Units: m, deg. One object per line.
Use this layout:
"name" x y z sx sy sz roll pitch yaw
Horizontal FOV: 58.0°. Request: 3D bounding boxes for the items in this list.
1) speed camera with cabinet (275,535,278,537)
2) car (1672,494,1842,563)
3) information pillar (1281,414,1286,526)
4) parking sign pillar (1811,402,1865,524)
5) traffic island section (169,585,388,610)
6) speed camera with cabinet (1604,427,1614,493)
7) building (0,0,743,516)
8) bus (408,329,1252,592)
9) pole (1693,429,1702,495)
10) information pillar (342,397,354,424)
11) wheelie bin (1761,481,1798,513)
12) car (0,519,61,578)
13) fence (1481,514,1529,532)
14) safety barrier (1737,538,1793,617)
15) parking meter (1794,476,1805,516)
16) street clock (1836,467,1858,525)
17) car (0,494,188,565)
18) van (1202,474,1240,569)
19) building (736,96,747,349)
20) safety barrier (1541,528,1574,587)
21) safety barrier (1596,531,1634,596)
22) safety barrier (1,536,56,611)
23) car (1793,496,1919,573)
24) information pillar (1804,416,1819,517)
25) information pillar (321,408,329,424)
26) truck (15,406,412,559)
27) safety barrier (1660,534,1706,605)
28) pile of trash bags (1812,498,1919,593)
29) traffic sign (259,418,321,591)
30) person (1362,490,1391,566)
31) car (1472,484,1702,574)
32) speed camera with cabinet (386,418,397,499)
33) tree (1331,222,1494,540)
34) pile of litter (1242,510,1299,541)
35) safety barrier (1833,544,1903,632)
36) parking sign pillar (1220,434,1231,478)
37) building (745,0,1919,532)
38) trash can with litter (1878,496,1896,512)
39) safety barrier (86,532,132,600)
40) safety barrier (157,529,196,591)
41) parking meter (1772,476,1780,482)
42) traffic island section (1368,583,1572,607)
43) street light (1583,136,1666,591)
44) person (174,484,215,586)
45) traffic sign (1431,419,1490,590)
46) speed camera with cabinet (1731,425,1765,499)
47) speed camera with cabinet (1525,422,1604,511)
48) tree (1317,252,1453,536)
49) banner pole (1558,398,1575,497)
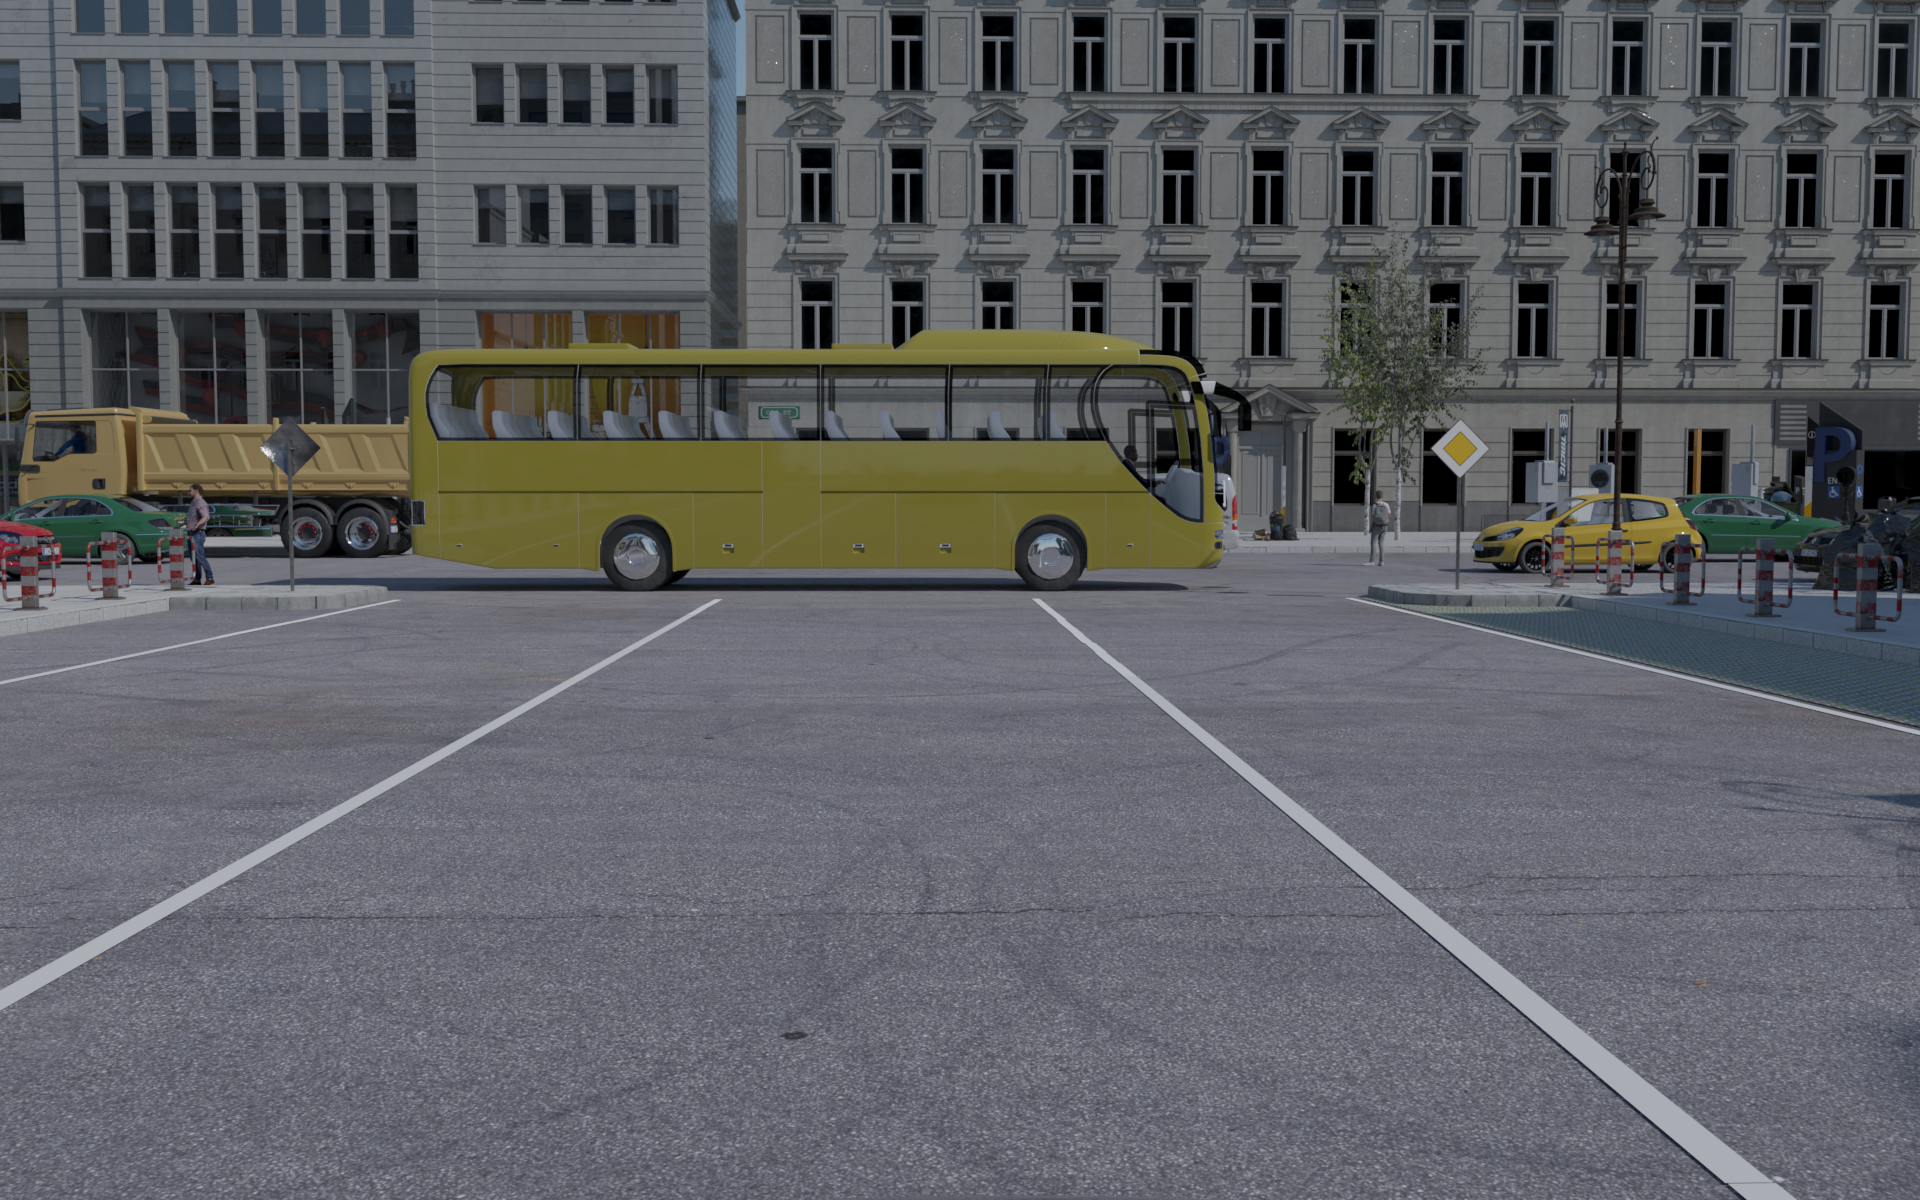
"speed camera with cabinet" -20.492 -3.573 52.760 0.660 3.252 2.038 1 4 14
"car" 16.535 -1.539 36.966 4.920 1.459 2.131 0 4 -2
"information pillar" 9.554 -3.656 51.122 0.183 3.616 0.504 0 4 5
"parking sign pillar" 25.380 -3.767 50.062 1.447 3.967 1.447 -2 4 -34
"traffic island section" -8.826 -0.034 22.844 2.009 0.180 2.903 0 4 -2
"speed camera with cabinet" 18.485 -3.507 51.676 2.038 3.252 0.660 3 4 39
"building" -23.225 -17.360 61.331 29.804 29.767 11.434 0 4 -2
"bus" -1.915 -2.134 26.432 12.252 3.916 2.896 0 4 0
"pole" 23.193 -3.712 54.530 0.158 3.312 0.155 0 3 0
"information pillar" -14.885 -3.112 42.230 0.504 3.616 0.183 3 5 44
"wheelie bin" 20.606 -2.184 43.616 0.693 1.594 0.980 -1 4 -9
"car" -17.289 -1.201 28.683 4.494 1.783 2.155 0 4 -1
"fence" 15.932 -2.154 50.600 2.069 0.683 0.278 -2 4 -31
"safety barrier" 8.405 -0.234 18.096 0.300 0.817 1.120 0 4 -2
"parking meter" 26.709 -3.016 55.017 0.255 1.863 0.399 -1 4 -13
"street clock" 23.311 -2.507 45.557 0.358 2.002 0.471 -3 5 -44
"car" -18.399 -1.462 35.698 4.920 1.459 2.131 0 4 -3
"van" 3.384 -1.648 33.949 4.112 2.044 2.013 0 4 -1
"building" -21.843 -39.117 228.802 27.495 52.752 28.713 0 4 -2
"safety barrier" 8.231 -0.586 23.856 0.300 0.817 1.120 0 4 -2
"safety barrier" 8.290 -0.469 21.941 0.300 0.817 1.120 0 4 -2
"safety barrier" -10.256 -0.294 19.088 0.300 0.817 1.120 0 4 -2
"car" 15.807 -1.118 28.065 4.222 1.686 2.009 0 4 -1
"information pillar" 25.607 -3.707 51.957 0.504 3.616 0.183 1 4 17
"information pillar" -17.274 -3.415 47.198 0.183 3.616 0.504 0 4 -7
"truck" -16.964 -2.671 39.594 9.791 3.379 3.469 0 4 -2
"safety barrier" 8.349 -0.352 20.025 0.300 0.817 1.120 0 4 -2
"pile of trash bags" 13.331 -0.841 23.510 3.447 1.369 1.912 -2 4 -31
"traffic sign" -8.802 -1.171 22.783 0.795 2.450 0.064 0 4 -2
"person" 8.323 -1.433 34.521 0.523 1.515 0.503 2 4 33
"car" 11.498 -1.326 31.906 3.980 1.641 2.015 0 4 -2
"speed camera with cabinet" -15.341 -3.125 45.428 0.660 3.252 2.038 -2 4 -33
"tree" 12.372 -5.959 47.797 4.360 8.622 3.978 0 3 0
"pile of litter" 8.592 -2.070 47.812 1.719 0.858 1.176 0 4 -3
"safety barrier" 8.468 -0.116 16.173 0.300 0.817 1.120 0 4 -2
"parking sign pillar" 8.177 -4.107 55.614 1.447 3.967 1.447 3 5 43
"building" 14.122 -17.679 65.465 44.131 29.872 17.030 0 4 -2
"trash can with litter" 46.543 -4.699 87.892 1.678 1.210 2.233 -2 4 -24
"safety barrier" -10.313 -0.412 21.007 0.300 0.817 1.120 0 4 -2
"safety barrier" -10.371 -0.530 22.936 0.300 0.817 1.120 0 4 -2
"parking meter" 27.035 -3.164 57.435 0.255 1.863 0.399 2 4 24
"traffic island section" 6.709 -0.063 23.310 2.009 0.180 2.903 0 4 -2
"street light" 8.725 -3.064 22.892 0.468 5.910 1.993 0 4 -2
"person" -11.689 -0.980 26.484 0.435 1.587 0.963 -3 5 -44
"traffic sign" 6.685 -1.198 23.232 0.795 2.450 0.064 0 4 -2
"speed camera with cabinet" 22.967 -3.420 50.251 0.660 3.252 2.038 3 5 40
"speed camera with cabinet" 16.701 -3.283 48.021 2.038 3.252 0.660 -1 4 -20
"tree" 12.821 -6.308 53.498 4.737 8.622 4.395 0 3 0
"banner pole" 15.840 -3.379 45.263 0.863 3.779 0.401 -3 5 -40
